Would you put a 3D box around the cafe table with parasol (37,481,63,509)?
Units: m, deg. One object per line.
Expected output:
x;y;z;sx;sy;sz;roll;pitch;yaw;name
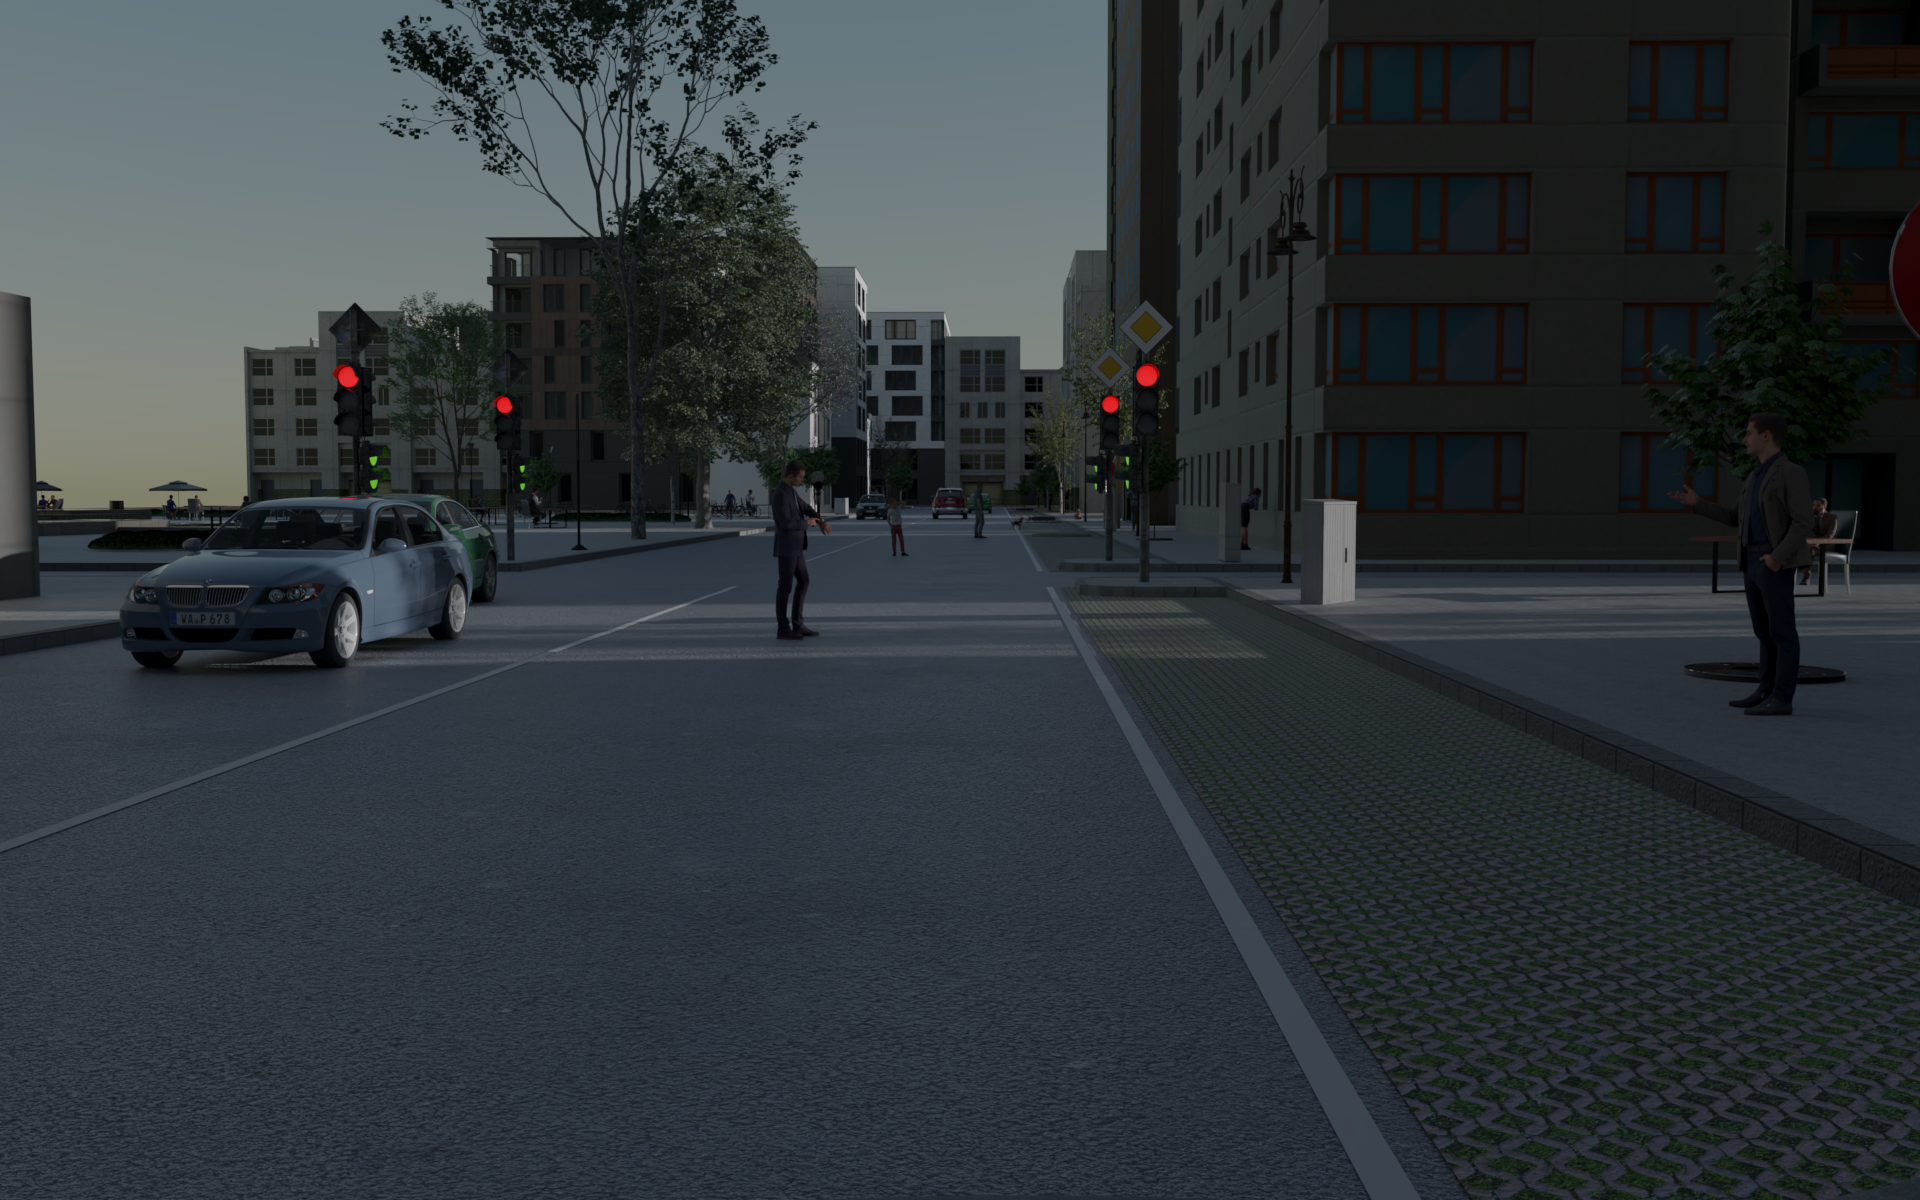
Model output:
-46.401;-5.056;87.531;2.610;1.966;2.610;2;4;31;cafe table with parasol

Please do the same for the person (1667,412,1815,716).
4.590;-0.223;10.220;0.750;1.759;0.617;1;4;16;person

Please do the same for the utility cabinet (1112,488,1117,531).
5.288;-3.157;60.304;0.318;1.500;1.173;0;4;7;utility cabinet

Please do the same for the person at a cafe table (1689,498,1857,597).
10.608;-0.688;22.102;1.726;1.238;1.698;-1;4;-18;person at a cafe table

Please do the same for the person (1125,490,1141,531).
6.170;-3.277;60.351;0.841;1.734;0.376;0;4;3;person

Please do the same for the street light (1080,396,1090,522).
5.837;-6.584;80.436;0.468;5.910;1.993;0;4;1;street light

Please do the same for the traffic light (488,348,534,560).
-8.677;-2.721;33.408;0.839;4.253;0.868;0;4;1;traffic light

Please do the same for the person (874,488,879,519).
-4.965;-5.654;101.477;0.750;1.759;0.617;2;4;32;person

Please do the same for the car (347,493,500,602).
-7.119;-0.603;21.651;2.131;1.459;4.920;0;4;-1;car

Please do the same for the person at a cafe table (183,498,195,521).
-36.326;-4.409;82.955;1.698;1.238;1.726;0;4;7;person at a cafe table

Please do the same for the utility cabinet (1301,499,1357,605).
4.379;-0.573;20.536;0.306;1.237;1.020;2;4;34;utility cabinet

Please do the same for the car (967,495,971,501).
1.543;-10.314;181.003;2.083;1.381;4.827;0;4;3;car

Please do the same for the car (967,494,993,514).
1.488;-7.356;129.071;1.959;1.807;4.718;0;4;2;car

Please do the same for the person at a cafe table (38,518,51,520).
-22.438;-1.981;40.901;1.698;1.524;1.622;0;4;-5;person at a cafe table

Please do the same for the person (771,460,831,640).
-1.556;-0.500;17.132;0.568;1.767;0.683;0;4;6;person

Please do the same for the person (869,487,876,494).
-6.979;-8.169;139.685;1.350;1.814;0.705;-3;4;-37;person

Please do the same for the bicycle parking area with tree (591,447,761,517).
-15.604;-6.839;98.821;9.016;4.147;8.231;0;4;-1;bicycle parking area with tree

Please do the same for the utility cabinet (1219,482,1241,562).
5.148;-1.486;32.968;0.318;1.500;1.173;0;4;3;utility cabinet

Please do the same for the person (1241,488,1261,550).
6.594;-1.851;39.542;0.697;1.427;0.421;-2;4;-34;person

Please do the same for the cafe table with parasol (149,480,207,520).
-38.837;-4.968;86.085;2.610;1.966;2.610;-1;4;-20;cafe table with parasol

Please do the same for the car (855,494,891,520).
-4.850;-5.341;97.116;2.009;1.686;4.222;0;4;2;car

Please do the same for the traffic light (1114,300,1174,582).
2.674;-2.219;25.198;0.839;4.253;0.868;0;4;1;traffic light

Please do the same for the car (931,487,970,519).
-0.558;-5.608;100.368;2.281;1.827;5.304;0;4;0;car

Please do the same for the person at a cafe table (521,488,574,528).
-15.714;-3.469;65.235;1.698;1.524;1.622;3;5;43;person at a cafe table

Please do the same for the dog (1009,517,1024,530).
2.272;-3.083;69.691;0.540;0.507;0.406;-1;4;-9;dog

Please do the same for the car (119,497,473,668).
-5.873;-0.236;15.858;2.014;1.417;4.499;0;4;3;car

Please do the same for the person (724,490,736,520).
-11.532;-4.738;86.196;0.574;1.496;0.600;3;4;36;person

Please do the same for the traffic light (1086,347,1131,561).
2.842;-2.707;33.181;0.839;4.253;0.868;0;4;1;traffic light

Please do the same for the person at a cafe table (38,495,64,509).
-42.967;-4.303;81.214;1.698;1.238;1.726;2;4;33;person at a cafe table

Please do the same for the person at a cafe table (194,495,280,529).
-19.735;-2.239;47.467;1.698;1.238;1.726;-3;5;-41;person at a cafe table

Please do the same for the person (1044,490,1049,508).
8.157;-9.554;163.068;0.721;1.723;1.217;-1;4;-21;person

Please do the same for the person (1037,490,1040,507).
7.735;-10.140;172.520;0.721;1.739;1.217;0;4;1;person

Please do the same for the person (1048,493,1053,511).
6.974;-7.678;132.296;0.721;1.735;1.217;1;4;19;person

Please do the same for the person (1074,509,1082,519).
5.919;-4.309;86.966;0.381;0.543;0.357;0;4;3;person

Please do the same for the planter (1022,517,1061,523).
3.982;-3.925;85.313;1.991;0.319;1.994;0;4;1;planter

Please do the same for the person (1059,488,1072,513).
7.224;-6.839;118.379;0.721;1.766;1.217;-3;5;-44;person

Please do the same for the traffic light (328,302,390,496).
-8.845;-2.233;25.425;0.839;4.253;0.868;0;4;1;traffic light

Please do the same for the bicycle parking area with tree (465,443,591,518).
-25.773;-6.869;99.308;8.231;4.147;9.016;-2;4;-34;bicycle parking area with tree

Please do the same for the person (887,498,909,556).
-1.437;-1.695;40.130;0.435;1.345;0.340;-2;4;-28;person

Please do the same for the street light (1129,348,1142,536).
5.408;-4.872;52.452;0.468;5.910;1.993;0;4;1;street light

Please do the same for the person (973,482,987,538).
0.651;-2.909;56.194;0.434;1.807;0.598;0;4;-2;person

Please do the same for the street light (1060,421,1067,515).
6.462;-8.265;107.917;0.468;5.910;1.993;0;4;1;street light

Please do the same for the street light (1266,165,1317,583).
4.715;-3.181;24.791;0.468;5.910;1.993;0;4;1;street light

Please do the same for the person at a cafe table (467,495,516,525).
-19.583;-3.712;71.548;1.726;1.238;1.698;2;4;32;person at a cafe table

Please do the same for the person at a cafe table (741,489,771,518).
-10.749;-5.073;91.462;1.622;1.524;1.698;0;4;-2;person at a cafe table
